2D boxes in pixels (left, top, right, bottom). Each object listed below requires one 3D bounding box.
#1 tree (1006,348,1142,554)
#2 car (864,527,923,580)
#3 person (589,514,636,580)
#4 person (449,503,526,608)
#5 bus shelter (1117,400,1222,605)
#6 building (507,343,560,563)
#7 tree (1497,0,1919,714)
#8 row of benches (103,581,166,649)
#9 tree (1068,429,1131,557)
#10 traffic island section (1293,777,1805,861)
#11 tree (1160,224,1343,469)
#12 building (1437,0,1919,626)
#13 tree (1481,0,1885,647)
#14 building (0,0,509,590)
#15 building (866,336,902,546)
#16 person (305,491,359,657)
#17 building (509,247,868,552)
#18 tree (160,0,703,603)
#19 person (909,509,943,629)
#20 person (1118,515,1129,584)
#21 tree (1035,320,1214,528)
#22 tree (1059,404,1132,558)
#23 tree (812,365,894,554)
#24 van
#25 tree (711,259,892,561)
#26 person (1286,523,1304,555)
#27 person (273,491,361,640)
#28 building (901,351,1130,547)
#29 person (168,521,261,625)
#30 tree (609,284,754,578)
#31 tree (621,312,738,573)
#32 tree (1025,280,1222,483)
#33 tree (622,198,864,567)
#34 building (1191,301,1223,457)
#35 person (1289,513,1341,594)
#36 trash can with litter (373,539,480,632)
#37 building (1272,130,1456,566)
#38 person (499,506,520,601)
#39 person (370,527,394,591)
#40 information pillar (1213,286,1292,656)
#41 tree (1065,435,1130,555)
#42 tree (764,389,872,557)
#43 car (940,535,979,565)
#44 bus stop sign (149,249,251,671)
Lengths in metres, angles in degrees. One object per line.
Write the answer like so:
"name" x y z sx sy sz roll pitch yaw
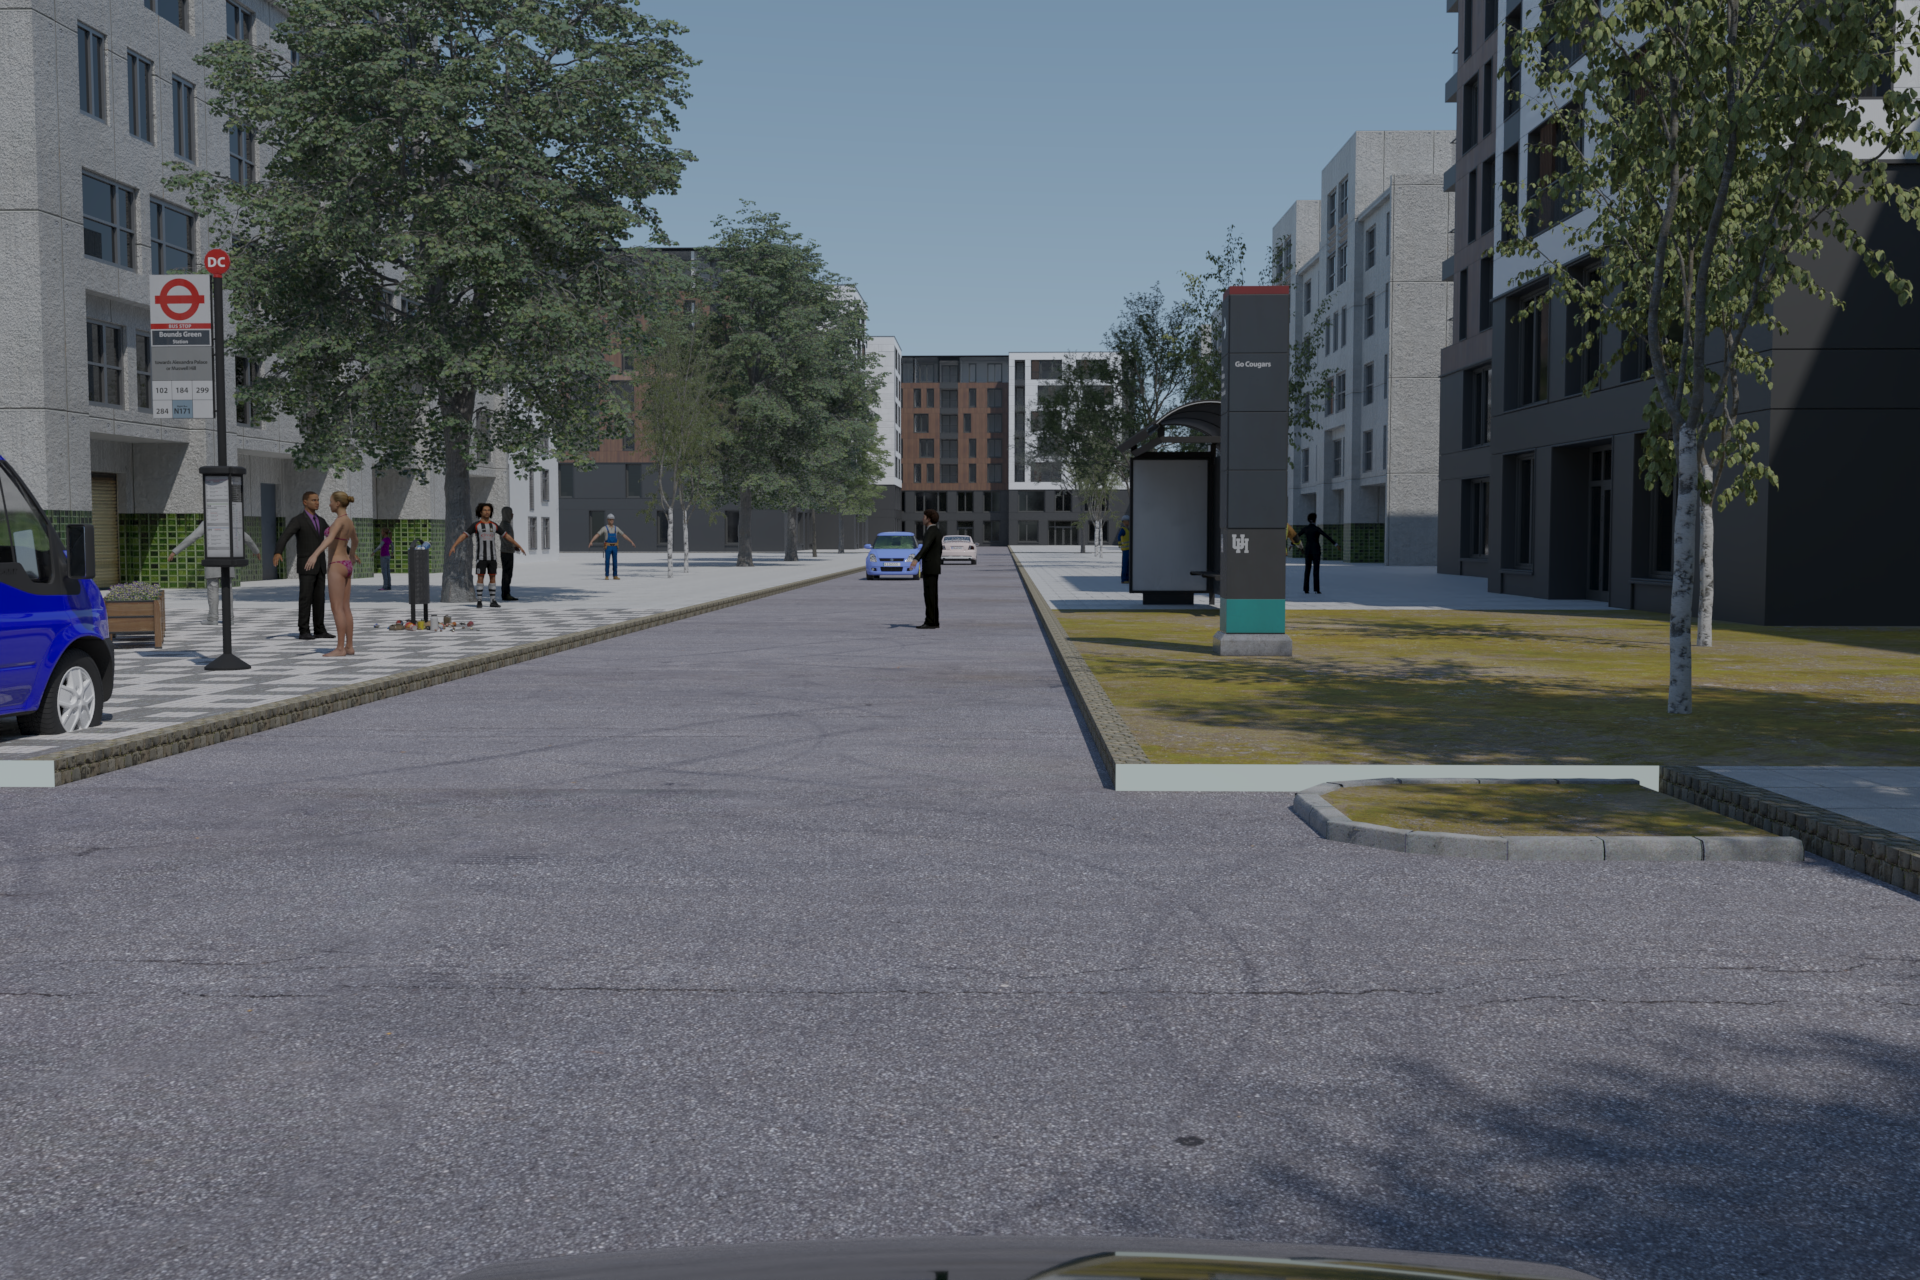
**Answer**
"tree" 8.058 -12.470 114.261 12.009 13.543 11.850 0 3 0
"car" -2.034 -2.769 54.865 1.945 1.707 3.694 0 4 2
"person" -9.774 -2.611 48.548 1.347 1.847 0.705 -2 4 -29
"person" -8.236 -1.467 30.127 1.345 1.843 0.704 -2 4 -32
"bus shelter" 3.817 -2.138 28.876 2.014 3.302 5.546 0 4 1
"building" -23.686 -8.625 83.167 9.099 9.664 28.070 0 4 1
"tree" 5.403 -3.781 12.188 4.737 8.622 4.395 0 3 0
"row of benches" -10.030 -0.343 21.066 1.422 0.672 4.104 -2 4 -24
"tree" 7.556 -9.001 97.530 4.360 8.622 3.978 0 3 0
"traffic island section" 2.717 0.873 8.591 1.991 0.108 1.994 0 4 1
"tree" 7.005 -5.618 42.218 4.737 8.622 4.395 0 3 0
"building" 25.597 -11.948 39.332 27.936 21.610 32.646 0 4 2
"tree" 8.286 -4.228 19.483 4.737 8.622 4.395 0 3 0
"building" -25.711 -11.172 49.125 16.747 18.905 31.486 0 4 1
"building" -20.726 -20.354 176.762 27.936 21.610 32.646 0 4 1
"person" -6.598 -0.699 18.226 0.721 1.733 1.217 0 4 1
"building" -22.647 -18.108 140.047 27.936 21.610 32.646 0 4 2
"tree" -9.537 -7.675 32.139 9.857 13.997 8.962 0 3 0
"person" -0.469 -1.077 26.256 0.705 1.806 1.347 1 4 15
"person" 4.388 -2.350 44.879 0.721 1.772 1.216 2 4 32
"tree" 7.269 -8.569 74.519 8.767 10.594 7.601 1 4 10
"tree" 7.606 -8.656 91.895 4.360 8.622 3.978 0 3 0
"tree" -8.034 -11.917 112.970 7.486 12.596 7.792 0 3 0
"van" -6.721 -0.316 9.554 2.240 2.365 5.245 0 4 1
"tree" -8.030 -10.697 81.551 9.857 13.997 8.962 0 3 0
"person" 5.782 -1.596 31.858 1.354 1.858 0.705 -1 4 -21
"person" -7.891 -0.912 21.141 0.704 1.802 1.346 2 4 26
"building" 3.803 -22.045 206.869 32.646 21.610 27.936 0 4 2
"person" -10.496 -1.120 24.499 0.705 1.806 1.347 3 5 39
"tree" -8.540 -6.084 49.842 4.360 8.622 3.978 0 3 0
"tree" -8.999 -6.543 57.335 4.360 8.622 3.978 0 3 0
"tree" 6.631 -7.951 64.407 8.767 10.594 7.601 -1 4 -11
"tree" -8.443 -9.857 67.814 9.857 13.997 8.962 0 3 0
"building" 28.449 -16.649 138.661 16.747 18.905 31.486 0 4 2
"person" 7.620 -1.869 37.281 1.216 1.740 0.721 3 4 38
"trash can with litter" -7.173 -0.775 23.724 1.678 1.210 2.233 0 4 2
"building" 25.936 -13.335 84.490 16.747 18.905 31.486 0 4 2
"person" -8.699 -1.667 33.391 0.705 1.813 1.348 -2 4 -24
"person" -13.143 -1.847 39.457 0.599 1.433 0.991 1 4 9
"information pillar" 3.122 -1.777 18.428 0.750 3.857 0.750 0 4 2
"tree" 8.283 -9.425 104.459 4.360 8.622 3.978 0 3 0
"tree" -8.368 -9.871 95.804 7.601 10.594 8.767 -3 4 -36
"car" -0.133 -4.260 82.011 2.083 1.381 4.827 0 4 0
"bus stop sign" -7.167 -1.689 16.320 0.855 3.939 0.416 0 4 2
